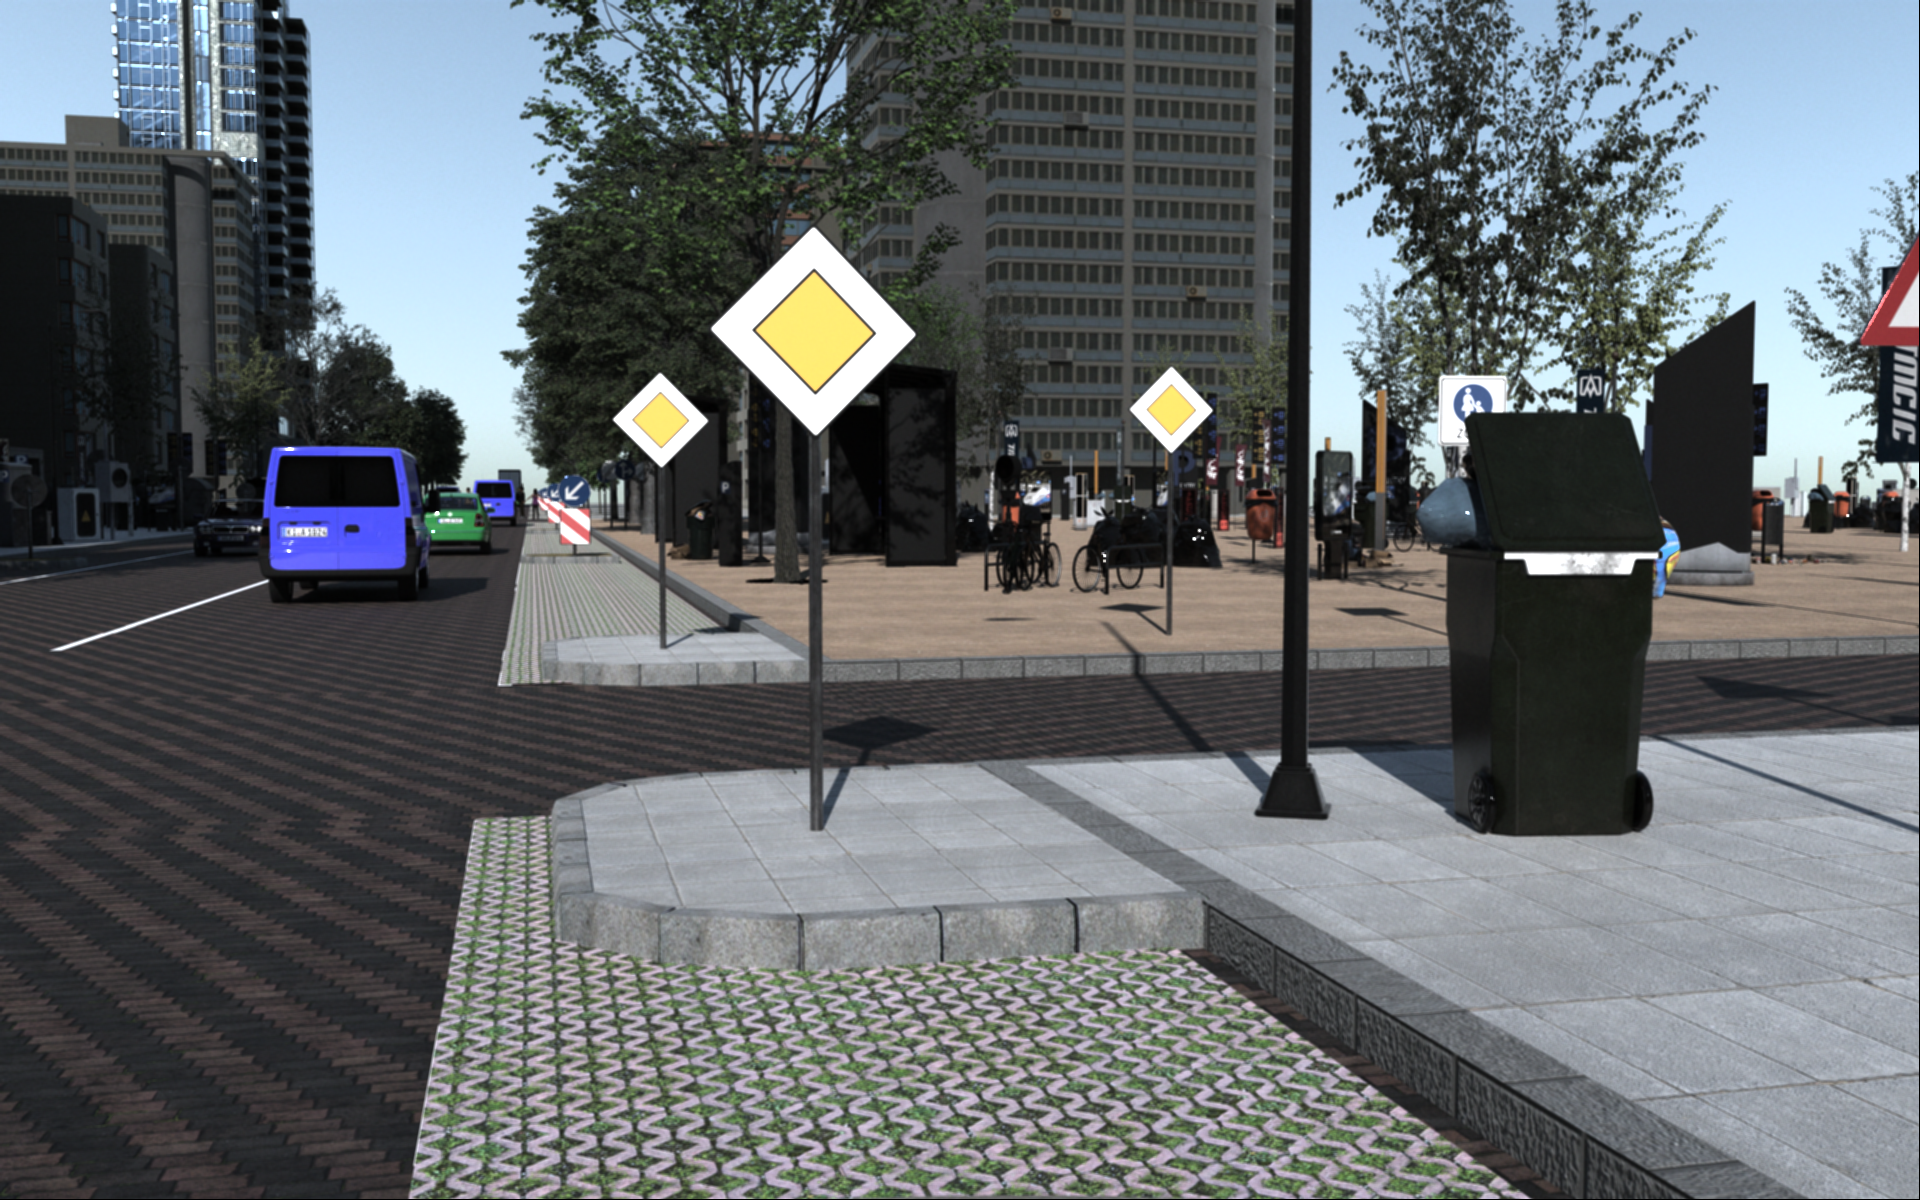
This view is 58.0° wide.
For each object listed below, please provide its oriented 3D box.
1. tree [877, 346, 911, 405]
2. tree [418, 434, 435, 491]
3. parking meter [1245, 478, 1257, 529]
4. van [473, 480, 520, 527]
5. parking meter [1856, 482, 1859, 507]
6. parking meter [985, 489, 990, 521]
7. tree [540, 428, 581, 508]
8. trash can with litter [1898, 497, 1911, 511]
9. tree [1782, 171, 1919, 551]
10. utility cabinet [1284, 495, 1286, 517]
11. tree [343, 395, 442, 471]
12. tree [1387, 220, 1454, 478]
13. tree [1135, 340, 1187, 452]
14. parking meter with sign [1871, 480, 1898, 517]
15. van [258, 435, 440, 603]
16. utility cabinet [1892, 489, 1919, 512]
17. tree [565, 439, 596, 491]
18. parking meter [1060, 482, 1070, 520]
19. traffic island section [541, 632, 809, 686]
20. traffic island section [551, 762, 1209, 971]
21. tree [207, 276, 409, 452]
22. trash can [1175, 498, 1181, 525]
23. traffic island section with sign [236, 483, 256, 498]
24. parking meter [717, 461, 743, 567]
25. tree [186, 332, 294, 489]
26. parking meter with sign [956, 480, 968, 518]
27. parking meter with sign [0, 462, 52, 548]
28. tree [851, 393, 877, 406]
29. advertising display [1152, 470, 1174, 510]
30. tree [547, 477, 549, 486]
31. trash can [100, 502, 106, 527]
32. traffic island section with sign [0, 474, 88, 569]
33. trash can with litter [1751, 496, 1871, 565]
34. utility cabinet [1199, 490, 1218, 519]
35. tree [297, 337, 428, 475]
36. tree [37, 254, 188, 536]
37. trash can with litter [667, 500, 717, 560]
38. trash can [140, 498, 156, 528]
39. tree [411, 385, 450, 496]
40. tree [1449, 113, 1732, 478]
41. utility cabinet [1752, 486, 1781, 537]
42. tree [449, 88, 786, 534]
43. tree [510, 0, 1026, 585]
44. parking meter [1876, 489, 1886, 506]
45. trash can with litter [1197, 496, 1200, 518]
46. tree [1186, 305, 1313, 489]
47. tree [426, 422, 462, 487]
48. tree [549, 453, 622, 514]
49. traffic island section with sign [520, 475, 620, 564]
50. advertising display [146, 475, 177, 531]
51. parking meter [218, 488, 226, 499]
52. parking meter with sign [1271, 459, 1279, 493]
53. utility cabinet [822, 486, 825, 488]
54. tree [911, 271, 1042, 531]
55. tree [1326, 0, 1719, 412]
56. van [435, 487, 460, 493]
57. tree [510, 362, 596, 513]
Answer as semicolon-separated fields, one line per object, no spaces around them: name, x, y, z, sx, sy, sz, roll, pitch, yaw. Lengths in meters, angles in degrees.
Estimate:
tree;-0.830;-7.301;69.741;4.360;8.622;3.978;0;3;0
tree;-54.966;-13.637;173.329;4.737;8.622;4.395;0;3;0
parking meter;10.600;-3.508;63.072;0.399;1.863;0.255;-1;4;-21
van;-20.813;-4.466;77.410;2.240;2.365;5.245;-1;4;-15
parking meter;43.521;-4.809;84.344;0.399;1.863;0.255;-2;4;-35
parking meter;1.356;-4.498;81.946;0.372;1.533;0.369;0;3;0
tree;-31.458;-12.838;144.318;7.601;10.594;8.767;1;4;11
trash can with litter;39.031;-3.680;71.555;1.055;1.170;0.624;-2;4;-31
tree;21.083;-5.411;38.838;4.360;8.622;3.978;0;3;0
utility cabinet;18.645;-5.253;97.048;1.020;1.237;0.306;1;4;23
tree;-51.529;-13.664;157.814;7.601;10.594;8.767;1;4;13
tree;12.522;-5.710;43.714;4.737;8.622;4.395;0;3;0
tree;10.206;-8.082;82.499;4.737;8.622;4.395;0;3;0
parking meter with sign;50.887;-6.025;94.770;1.738;3.016;0.543;3;4;38
van;-8.605;-1.236;24.593;2.240;2.365;5.245;-1;4;-15
utility cabinet;41.770;-4.138;76.341;1.173;1.500;0.318;3;5;42
tree;-33.307;-12.391;152.954;4.360;8.622;3.978;0;3;0
parking meter;5.141;-4.835;84.765;0.399;1.863;0.255;2;4;31
traffic island section;-2.443;0.483;14.386;2.009;0.180;2.903;-1;4;-14
traffic island section;-0.529;0.957;6.633;2.009;0.180;2.903;-1;4;-14
tree;-36.376;-11.432;97.281;12.009;13.543;11.850;0;3;0
trash can;7.600;-2.889;58.881;0.748;1.137;0.748;0;3;0
traffic island section with sign;-24.753;-3.144;60.035;1.989;1.847;2.006;-1;4;-14
parking meter;-4.071;-1.525;30.638;0.399;1.863;0.255;2;4;33
tree;-32.308;-7.813;78.112;4.737;8.622;4.395;0;3;0
parking meter with sign;-0.293;-5.863;92.123;0.543;3.016;1.738;3;5;43
parking meter with sign;-22.756;-2.783;41.765;0.543;3.016;1.738;1;4;16
tree;-4.341;-7.712;76.445;4.360;8.622;3.978;0;3;0
advertising display;5.488;-2.542;46.771;0.123;1.923;0.974;3;4;37
tree;-45.671;-13.136;198.484;4.285;4.588;4.351;0;3;0
trash can;-33.559;-3.409;67.393;0.748;1.137;0.748;0;3;0
traffic island section with sign;-18.281;-1.544;33.865;1.989;1.847;2.006;-1;4;-14
trash can with litter;15.470;-1.294;32.210;2.233;1.210;1.678;-2;4;-28
utility cabinet;12.786;-4.930;89.285;0.318;1.500;1.173;-2;4;-32
tree;-43.188;-12.727;125.100;9.611;12.733;9.660;0;3;0
tree;-25.524;-6.265;52.795;4.360;8.622;3.978;0;3;0
trash can with litter;-5.273;-1.371;33.795;1.055;1.170;0.624;2;4;30
trash can;-30.748;-3.313;65.818;0.748;1.137;0.748;0;3;0
tree;-63.153;-18.233;204.770;9.857;13.997;8.962;0;3;0
tree;13.027;-5.153;34.620;4.737;8.622;4.395;0;3;0
utility cabinet;23.302;-2.565;50.612;1.173;1.500;0.318;2;4;30
tree;-10.018;-9.087;55.234;9.857;13.997;8.962;0;3;0
tree;-2.652;-6.055;24.752;9.928;11.665;9.643;0;3;0
parking meter;42.634;-4.389;80.171;0.372;1.533;0.369;0;3;0
trash can with litter;8.370;-3.251;64.209;2.233;1.210;1.678;-1;4;-9
tree;11.721;-7.109;66.589;4.737;8.622;4.395;0;3;0
tree;-72.596;-19.614;238.817;7.486;12.596;7.792;0;3;0
tree;-22.871;-7.739;110.250;4.285;4.588;4.351;0;3;0
traffic island section with sign;-8.195;-1.690;36.266;1.989;1.847;2.006;-1;4;-14
advertising display;-27.525;-3.333;59.716;0.974;1.923;0.123;-1;4;-10
parking meter;-31.633;-4.026;74.229;0.372;1.533;0.369;0;3;0
parking meter with sign;15.818;-5.559;87.146;0.543;3.016;1.738;1;4;18
utility cabinet;-3.744;-2.342;46.964;1.173;1.500;0.318;-2;4;-24
tree;0.954;-6.556;57.556;4.360;8.622;3.978;0;3;0
tree;5.930;-4.241;19.704;4.360;8.622;3.978;0;3;0
van;-41.193;-8.240;139.116;2.240;2.365;5.245;-1;4;-13
tree;-26.120;-12.768;119.122;12.009;13.543;11.850;0;3;0
